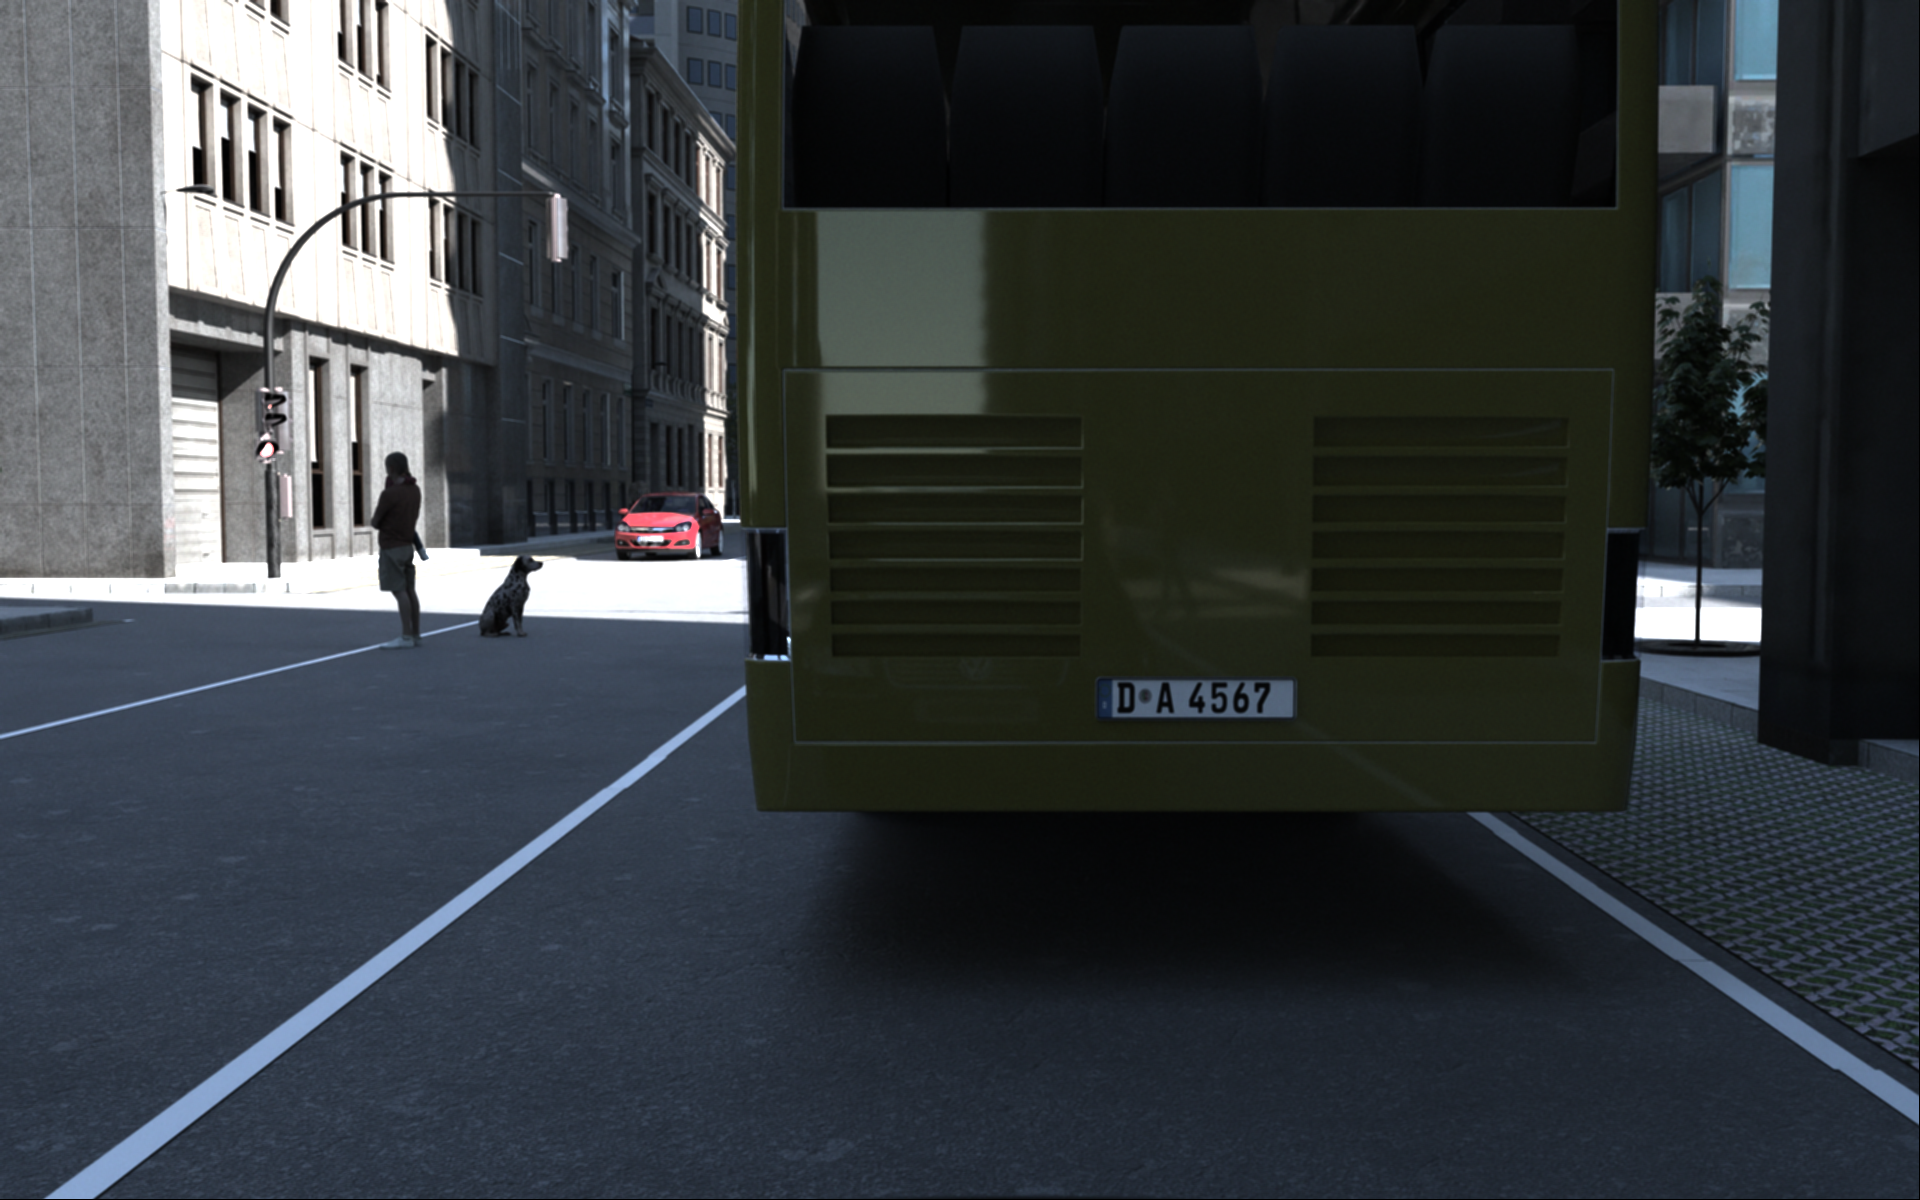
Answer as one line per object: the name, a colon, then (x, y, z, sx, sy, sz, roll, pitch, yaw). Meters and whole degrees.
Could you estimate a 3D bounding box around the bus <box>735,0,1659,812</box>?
bus: (0.662, -1.176, 10.770, 2.896, 3.916, 12.252, 0, 4, 0)

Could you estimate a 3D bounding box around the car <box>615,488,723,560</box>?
car: (-6.494, -1.827, 38.905, 2.155, 1.783, 4.494, 0, 4, 2)

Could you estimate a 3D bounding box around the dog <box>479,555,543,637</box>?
dog: (-4.655, -0.046, 17.589, 0.513, 0.831, 0.800, -3, 5, -44)

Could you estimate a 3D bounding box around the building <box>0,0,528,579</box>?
building: (-17.750, -13.300, 35.475, 12.078, 24.808, 19.932, 0, 4, 2)

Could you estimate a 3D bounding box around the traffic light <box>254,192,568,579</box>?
traffic light: (-8.334, -3.154, 26.238, 4.771, 5.953, 1.251, 0, 4, 2)

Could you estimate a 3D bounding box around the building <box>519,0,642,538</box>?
building: (-18.733, -16.481, 55.375, 13.634, 28.700, 20.117, 0, 4, 2)

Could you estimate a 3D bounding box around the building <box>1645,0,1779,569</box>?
building: (25.947, -25.552, 37.379, 30.456, 49.044, 23.786, 0, 4, 2)

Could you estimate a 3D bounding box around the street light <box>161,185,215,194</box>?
street light: (-11.895, -3.281, 26.188, 1.470, 5.913, 1.316, 0, 4, 2)

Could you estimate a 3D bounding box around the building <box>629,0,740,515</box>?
building: (-20.909, -35.037, 114.848, 21.231, 58.520, 28.212, 0, 4, 2)

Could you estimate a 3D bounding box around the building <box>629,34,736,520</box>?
building: (-16.921, -14.695, 76.414, 11.583, 22.565, 21.152, 0, 4, 2)

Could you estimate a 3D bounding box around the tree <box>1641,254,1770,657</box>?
tree: (5.902, -1.184, 13.957, 1.663, 3.219, 1.824, 0, 3, 0)

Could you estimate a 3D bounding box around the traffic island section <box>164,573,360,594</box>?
traffic island section: (-10.468, -0.252, 26.394, 2.009, 0.180, 2.903, 0, 4, 2)

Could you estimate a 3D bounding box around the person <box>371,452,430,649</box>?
person: (-5.248, -0.474, 16.229, 0.573, 1.828, 0.580, -2, 4, -35)

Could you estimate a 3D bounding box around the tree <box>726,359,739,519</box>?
tree: (-11.767, -8.522, 89.701, 4.737, 8.622, 4.395, 0, 3, 0)

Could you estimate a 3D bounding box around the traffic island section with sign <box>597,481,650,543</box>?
traffic island section with sign: (-9.485, -2.590, 50.980, 1.989, 1.847, 2.006, 0, 4, 2)

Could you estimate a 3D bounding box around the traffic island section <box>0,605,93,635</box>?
traffic island section: (-10.680, 0.237, 18.411, 2.009, 0.180, 2.903, 0, 4, 2)

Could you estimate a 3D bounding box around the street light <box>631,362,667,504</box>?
street light: (-10.983, -5.411, 61.013, 1.470, 5.913, 1.316, 0, 4, 2)

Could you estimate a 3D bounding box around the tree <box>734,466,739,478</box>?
tree: (-11.328, -7.066, 99.237, 4.285, 4.588, 4.351, 0, 3, 0)
